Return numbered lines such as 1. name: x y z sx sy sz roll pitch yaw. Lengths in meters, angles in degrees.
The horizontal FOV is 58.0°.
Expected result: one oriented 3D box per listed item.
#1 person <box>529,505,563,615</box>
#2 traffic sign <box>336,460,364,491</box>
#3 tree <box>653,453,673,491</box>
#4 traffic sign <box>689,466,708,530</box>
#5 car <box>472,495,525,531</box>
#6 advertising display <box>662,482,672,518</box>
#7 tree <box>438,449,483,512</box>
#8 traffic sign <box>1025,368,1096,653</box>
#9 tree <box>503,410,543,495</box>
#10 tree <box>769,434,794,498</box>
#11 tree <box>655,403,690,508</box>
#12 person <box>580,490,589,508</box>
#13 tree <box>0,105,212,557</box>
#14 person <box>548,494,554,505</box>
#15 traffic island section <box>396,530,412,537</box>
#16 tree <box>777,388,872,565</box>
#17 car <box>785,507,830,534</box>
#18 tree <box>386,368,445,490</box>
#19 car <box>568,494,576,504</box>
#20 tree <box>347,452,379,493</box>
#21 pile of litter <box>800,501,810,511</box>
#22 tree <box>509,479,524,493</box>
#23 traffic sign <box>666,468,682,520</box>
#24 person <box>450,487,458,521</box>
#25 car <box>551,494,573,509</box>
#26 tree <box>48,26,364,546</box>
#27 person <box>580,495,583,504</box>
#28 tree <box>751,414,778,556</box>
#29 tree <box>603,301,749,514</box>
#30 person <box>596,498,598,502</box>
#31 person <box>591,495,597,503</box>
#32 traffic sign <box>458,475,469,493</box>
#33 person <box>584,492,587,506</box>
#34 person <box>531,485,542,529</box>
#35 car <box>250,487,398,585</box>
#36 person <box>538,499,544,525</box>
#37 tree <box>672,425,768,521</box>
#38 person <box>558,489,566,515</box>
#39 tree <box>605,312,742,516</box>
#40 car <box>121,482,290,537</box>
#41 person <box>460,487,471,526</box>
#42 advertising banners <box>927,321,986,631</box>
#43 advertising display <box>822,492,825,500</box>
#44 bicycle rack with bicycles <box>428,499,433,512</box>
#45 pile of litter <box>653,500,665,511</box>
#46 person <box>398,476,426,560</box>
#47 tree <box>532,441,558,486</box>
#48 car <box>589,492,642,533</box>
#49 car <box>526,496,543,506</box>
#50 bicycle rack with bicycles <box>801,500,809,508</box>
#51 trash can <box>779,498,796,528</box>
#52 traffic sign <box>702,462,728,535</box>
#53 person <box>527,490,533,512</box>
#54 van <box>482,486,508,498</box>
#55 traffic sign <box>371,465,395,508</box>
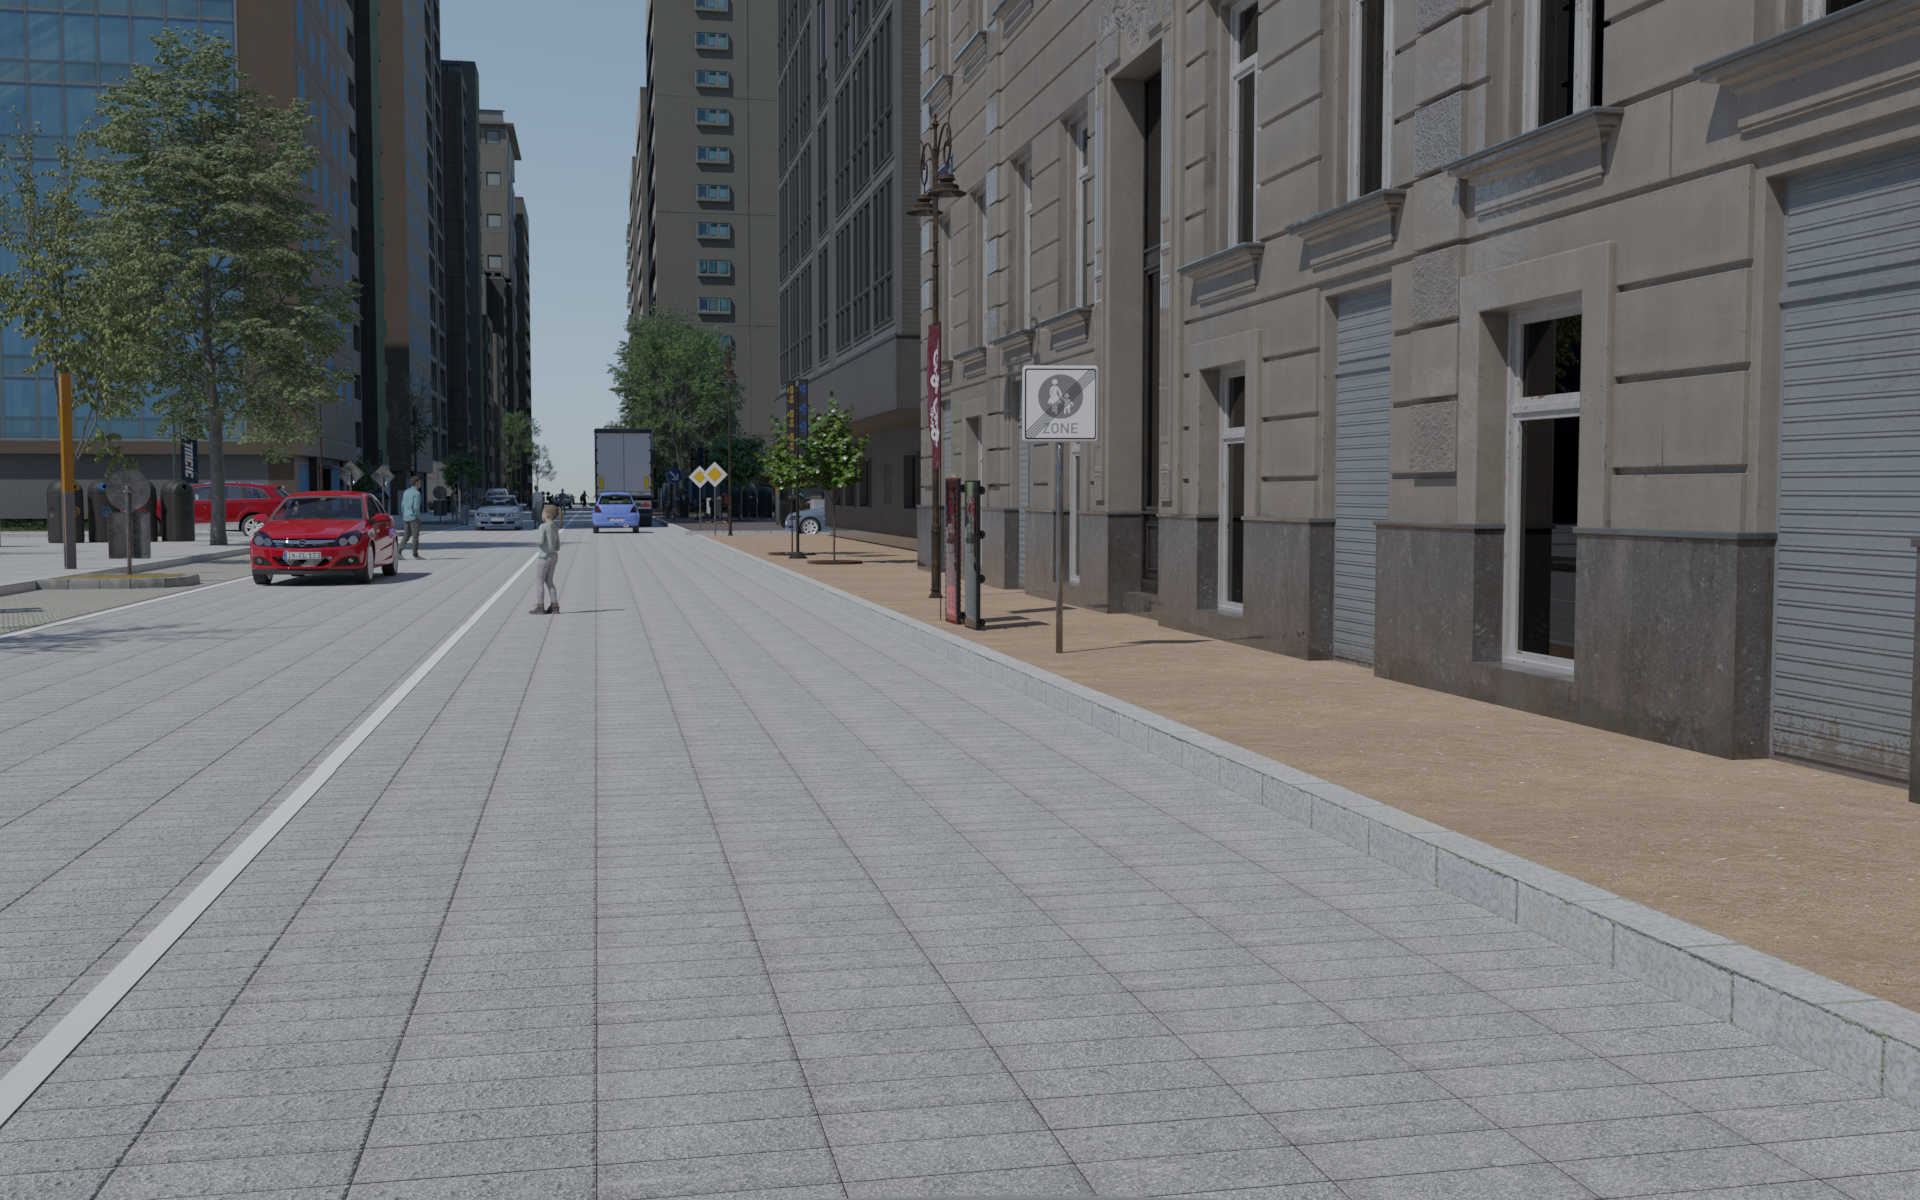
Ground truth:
1. person: -4.951 -0.482 20.663 0.394 1.301 0.425 0 4 5
2. traffic sign: -18.116 -2.928 51.509 0.795 2.450 0.064 -1 4 -12
3. tree: -20.881 -8.499 122.669 4.285 4.588 4.351 0 3 0
4. traffic sign: -9.234 -3.539 61.501 0.795 2.450 0.064 -1 4 -12
5. car: -18.394 -3.495 69.150 2.014 1.417 4.499 -1 4 -13
6. advertising display: -15.586 -5.320 92.198 0.123 1.923 0.974 -2 4 -35
7. tree: -36.551 -8.751 126.796 4.285 4.588 4.351 0 3 0
8. traffic sign: 0.799 -0.719 13.891 0.606 2.300 0.079 0 4 -2
9. tree: -53.932 -17.205 207.063 9.928 11.665 9.643 0 3 0
10. tree: -12.183 -10.776 126.550 4.360 8.622 3.978 0 3 0
11. tree: -23.323 -11.370 136.257 4.360 8.622 3.978 0 3 0
12. person: -38.409 -10.317 177.200 1.348 1.823 0.705 2 4 26
13. tree: -17.213 -5.100 33.747 4.737 8.622 4.395 0 3 0
14. person: -41.171 -9.956 174.505 0.697 1.427 0.421 3 5 41
15. traffic island section: -19.776 -2.269 59.382 2.009 0.180 2.903 -1 4 -12
16. tree: -2.448 -2.276 31.822 1.663 3.219 1.824 0 3 0
17. car: -3.751 -2.904 59.477 4.499 1.417 2.014 -1 4 -11
18. tree: -32.102 -9.218 101.075 4.360 8.622 3.978 0 3 0
19. car: -55.464 -14.388 245.463 2.015 1.641 3.980 -1 4 -12
20. tree: -26.936 -5.070 77.503 1.663 3.219 1.824 0 3 0
21. pile of litter: -9.404 -5.664 106.571 1.719 0.858 1.176 2 4 30
22. tree: -51.405 -12.558 199.921 1.663 3.219 1.824 0 3 0
23. traffic sign: -13.890 -5.143 84.191 0.768 2.556 0.104 -1 4 -10
24. person: -24.812 -4.665 85.105 0.374 1.781 0.599 -3 4 -36
25. car: -38.773 -9.601 168.775 2.131 1.459 4.920 -1 4 -11
26. tree: -18.995 -7.648 43.180 7.486 12.596 7.792 0 3 0
27. person: -43.514 -11.466 199.209 0.421 1.427 0.697 0 4 3
28. tree: -3.508 -2.553 36.337 1.663 3.219 1.824 0 3 0
29. tree: -18.589 -12.640 113.325 9.857 13.997 8.962 0 3 0
30. person: -26.359 -7.223 126.689 0.616 1.811 0.778 -3 4 -37
31. person: -33.297 -9.194 158.803 0.705 1.826 1.348 2 4 25
32. traffic sign: -33.804 -7.210 117.988 0.768 2.556 0.104 -1 4 -10
33. person: -44.045 -11.870 203.504 0.436 1.711 0.756 -1 4 -18
34. person: -17.316 -3.809 71.000 0.478 1.798 0.641 -2 4 -29
35. car: -10.540 -1.213 28.878 2.155 1.783 4.494 -1 4 -10
36. person: -19.171 -4.154 79.011 0.503 1.515 0.523 -3 4 -39
37. tree: -10.559 -6.041 82.482 4.285 4.588 4.351 0 3 0
38. person: -26.734 -6.583 116.320 0.511 1.800 0.466 0 4 -3
39. tree: -16.116 -10.640 99.714 9.928 11.665 9.643 0 3 0
40. car: -23.615 -2.811 54.628 5.304 1.827 2.281 -1 4 -10
41. person: -22.371 -4.235 78.293 0.362 1.759 0.519 3 5 43
42. advertising banners: -0.064 -1.278 17.087 0.090 3.025 2.074 -1 4 -14
43. advertising display: -7.519 -5.775 99.633 0.974 1.923 0.123 -3 4 -38
44. bicycle rack with bicycles: -37.247 -6.667 122.392 2.925 0.926 2.852 -3 5 -42
45. pile of litter: -23.310 -7.261 132.675 1.719 0.858 1.176 1 4 14
46. person: -11.964 -1.781 37.632 0.660 1.820 0.620 3 4 36
47. tree: -70.578 -21.640 288.223 7.601 10.594 8.767 -1 4 -15
48. car: -12.802 -3.352 64.397 1.945 1.707 3.694 -1 4 -12
49. car: -48.790 -11.422 198.754 2.014 1.417 4.499 -1 4 -10
50. bicycle rack with bicycles: -9.353 -6.126 113.545 2.852 0.926 2.925 0 4 -3
51. trash can: -6.543 -3.322 65.966 0.748 1.137 0.748 0 3 0
52. traffic sign: -7.595 -3.061 53.685 0.795 2.450 0.064 -1 4 -12
53. person: -34.699 -8.020 140.344 1.217 1.735 0.721 3 5 40
54. van: -32.908 -7.095 123.009 2.013 2.044 4.112 -1 4 -12
55. traffic sign: -19.755 -3.406 59.325 0.795 2.450 0.064 -1 4 -12
